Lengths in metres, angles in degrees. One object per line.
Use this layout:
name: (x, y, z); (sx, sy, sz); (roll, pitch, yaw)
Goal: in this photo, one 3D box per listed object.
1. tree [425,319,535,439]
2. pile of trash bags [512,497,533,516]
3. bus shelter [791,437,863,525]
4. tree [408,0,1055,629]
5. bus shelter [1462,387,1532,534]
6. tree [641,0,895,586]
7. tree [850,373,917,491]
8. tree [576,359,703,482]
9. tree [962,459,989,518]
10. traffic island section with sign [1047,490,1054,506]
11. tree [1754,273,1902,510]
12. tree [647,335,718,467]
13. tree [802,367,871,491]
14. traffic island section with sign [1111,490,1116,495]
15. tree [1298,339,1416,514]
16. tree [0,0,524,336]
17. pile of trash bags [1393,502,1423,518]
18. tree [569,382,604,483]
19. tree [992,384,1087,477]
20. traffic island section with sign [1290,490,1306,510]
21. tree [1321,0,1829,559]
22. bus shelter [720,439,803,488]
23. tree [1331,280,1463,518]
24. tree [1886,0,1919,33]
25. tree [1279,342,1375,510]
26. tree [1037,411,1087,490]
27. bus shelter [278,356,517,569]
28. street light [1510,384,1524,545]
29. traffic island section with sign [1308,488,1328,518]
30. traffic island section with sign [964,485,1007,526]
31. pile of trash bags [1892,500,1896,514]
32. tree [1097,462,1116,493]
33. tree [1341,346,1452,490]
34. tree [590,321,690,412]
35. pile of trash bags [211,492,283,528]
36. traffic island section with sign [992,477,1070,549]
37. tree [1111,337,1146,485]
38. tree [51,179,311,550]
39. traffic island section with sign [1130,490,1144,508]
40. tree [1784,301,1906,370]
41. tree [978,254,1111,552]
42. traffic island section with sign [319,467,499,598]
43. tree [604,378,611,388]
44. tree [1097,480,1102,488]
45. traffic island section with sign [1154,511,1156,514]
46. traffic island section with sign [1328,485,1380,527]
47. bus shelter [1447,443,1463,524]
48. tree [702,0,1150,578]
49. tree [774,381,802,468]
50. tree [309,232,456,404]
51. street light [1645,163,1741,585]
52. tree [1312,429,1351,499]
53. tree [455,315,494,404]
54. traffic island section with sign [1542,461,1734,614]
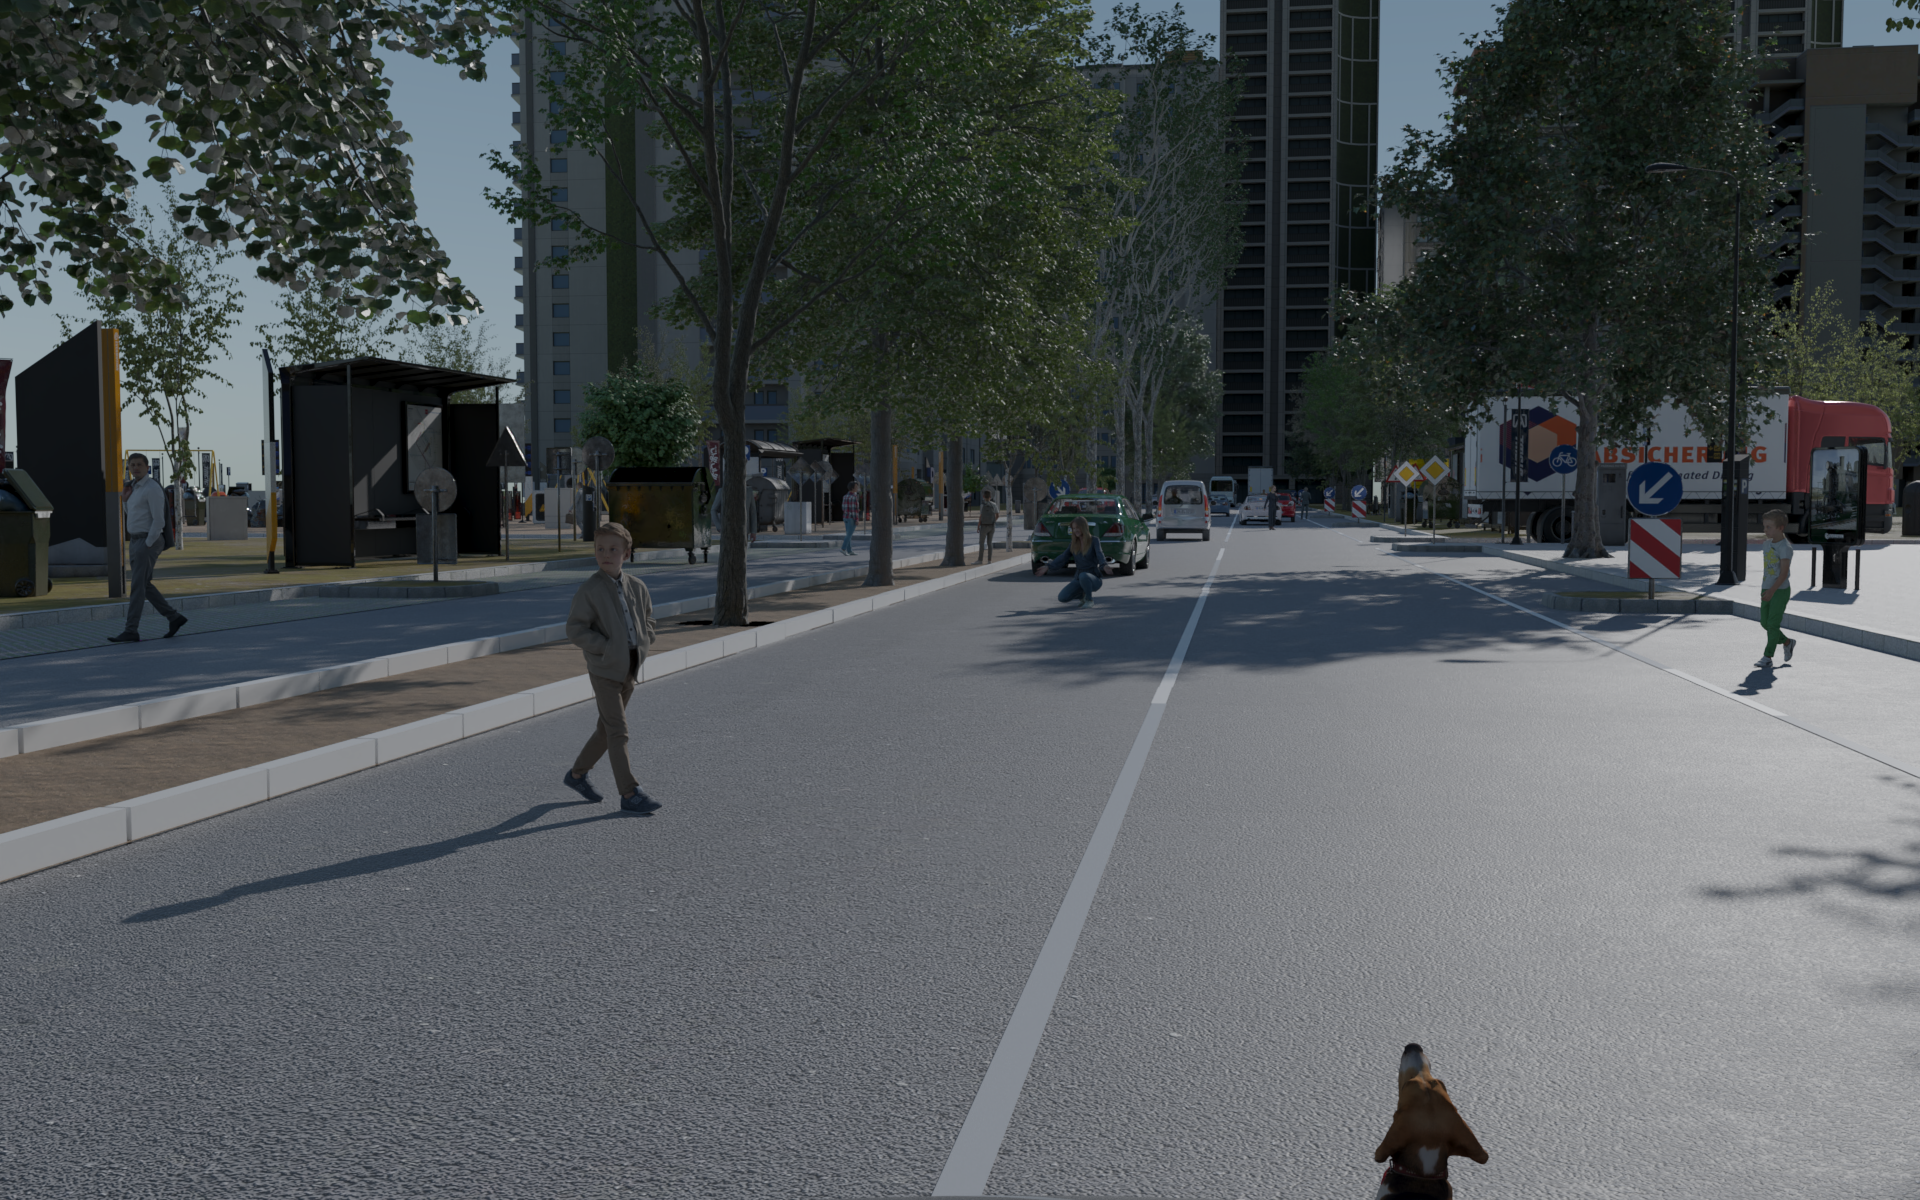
tree: (-20.143, -7.435, 71.931); (4.360, 8.622, 3.978); (0, 3, 0)
pile of trash bags: (-25.473, -5.709, 103.096); (3.447, 1.369, 1.912); (1, 4, 22)
bus shelter: (-5.712, -5.119, 74.974); (1.731, 3.624, 6.357); (1, 4, 9)
tree: (-2.401, -5.513, 18.358); (9.928, 11.665, 9.643); (0, 3, 0)
bus shelter: (19.041, -5.006, 59.474); (2.179, 5.291, 8.768); (1, 4, 9)
tree: (-1.275, -6.512, 27.053); (7.486, 12.596, 7.792); (0, 3, 0)
tree: (-3.598, -8.338, 86.685); (4.360, 8.622, 3.978); (0, 3, 0)
tree: (-7.845, -3.577, 42.206); (4.285, 4.588, 4.351); (0, 3, 0)
tree: (0.532, -6.086, 94.112); (1.663, 3.219, 1.824); (0, 3, 0)
traffic island section with sign: (5.681, -5.937, 105.696); (1.989, 1.847, 2.006); (1, 4, 9)
tree: (28.354, -6.623, 58.644); (4.360, 8.622, 3.978); (0, 3, 0)
tree: (-12.286, -7.898, 79.501); (4.737, 8.622, 4.395); (0, 3, 0)
tree: (-5.491, -8.762, 93.624); (4.737, 8.622, 4.395); (0, 3, 0)
traffic island section with sign: (13.899, -8.988, 155.589); (1.989, 1.847, 2.006); (1, 4, 9)
tree: (26.013, -11.404, 112.211); (9.928, 11.665, 9.643); (0, 3, 0)
tree: (-4.821, -5.984, 6.955); (9.857, 13.997, 8.962); (0, 3, 0)
pile of trash bags: (23.633, -4.910, 90.035); (1.912, 1.369, 3.447); (1, 4, 9)
tree: (-23.085, -9.786, 110.358); (4.737, 8.622, 4.395); (0, 3, 0)
tree: (5.517, -11.509, 122.586); (7.601, 10.594, 8.767); (1, 4, 21)
traffic island section with sign: (30.074, -8.833, 153.046); (1.989, 1.847, 2.006); (1, 4, 9)
tree: (12.541, -7.188, 34.528); (9.611, 12.733, 9.660); (0, 3, 0)
bus shelter: (-7.559, -4.360, 65.207); (2.014, 3.302, 5.546); (1, 4, 9)
tree: (23.600, -10.658, 92.385); (7.486, 12.596, 7.792); (0, 3, 0)
tree: (10.366, -3.970, 15.266); (4.737, 8.622, 4.395); (0, 3, 0)
tree: (30.825, -13.986, 139.038); (12.009, 13.543, 11.850); (0, 3, 0)
tree: (7.374, -10.980, 129.886); (4.360, 8.622, 3.978); (0, 3, 0)
bus shelter: (-10.427, -2.534, 32.715); (1.731, 3.624, 6.357); (1, 4, 9)
street light: (13.579, -4.359, 43.813); (1.470, 5.913, 1.316); (1, 4, 9)
traffic island section with sign: (21.837, -5.774, 103.034); (1.989, 1.847, 2.006); (1, 4, 9)
traffic island section with sign: (1.289, -4.310, 79.100); (1.989, 1.847, 2.006); (1, 4, 9)
pile of trash bags: (57.938, -6.161, 110.482); (3.447, 1.369, 1.912); (3, 5, 41)
tree: (16.792, -12.864, 194.039); (4.285, 4.588, 4.351); (0, 3, 0)
tree: (21.220, -8.127, 83.240); (4.360, 8.622, 3.978); (0, 3, 0)
tree: (-13.245, -7.509, 73.130); (4.360, 8.622, 3.978); (0, 3, 0)
pile of trash bags: (-27.130, -3.447, 66.114); (1.912, 1.369, 3.447); (2, 4, 24)
traffic island section with sign: (1.930, -2.328, 46.205); (2.006, 1.907, 1.989); (1, 4, 9)
tree: (3.403, -6.227, 54.637); (4.737, 8.622, 4.395); (0, 3, 0)
tree: (-18.144, -5.451, 39.488); (4.737, 8.622, 4.395); (0, 3, 0)
traffic island section with sign: (18.290, -10.615, 182.185); (1.989, 1.847, 2.006); (1, 4, 9)
tree: (35.913, -7.259, 69.055); (4.360, 8.622, 3.978); (0, 3, 0)
tree: (1.215, -5.466, 42.191); (4.737, 8.622, 4.395); (0, 3, 0)
traffic island section with sign: (-7.694, -0.977, 24.607); (1.989, 1.847, 2.006); (1, 4, 9)
tree: (-15.491, -8.603, 91.018); (4.737, 8.622, 4.395); (0, 3, 0)
tree: (13.766, -10.968, 173.931); (1.663, 3.219, 1.824); (0, 3, 0)
traffic island section with sign: (15.354, -7.310, 127.656); (2.006, 1.907, 1.989); (1, 4, 9)
traffic island section with sign: (17.448, -4.147, 76.437); (1.989, 1.847, 2.006); (1, 4, 9)
bus shelter: (21.959, -5.864, 73.515); (2.179, 5.291, 8.768); (1, 4, 10)
tree: (-0.148, -6.970, 34.541); (7.486, 12.596, 7.792); (0, 3, 0)
tree: (-8.288, -9.257, 101.710); (4.737, 8.622, 4.395); (0, 3, 0)
tree: (-16.665, -5.822, 45.558); (4.737, 8.622, 4.395); (0, 3, 0)
street light: (10.318, -3.172, 24.396); (1.470, 5.913, 1.316); (1, 4, 9)
tree: (34.247, -12.723, 158.387); (4.737, 8.622, 4.395); (0, 3, 0)
tree: (-19.802, -7.115, 66.700); (4.737, 8.622, 4.395); (0, 3, 0)
traffic island section with sign: (8.449, -0.806, 21.804); (1.989, 1.847, 2.006); (1, 4, 9)
